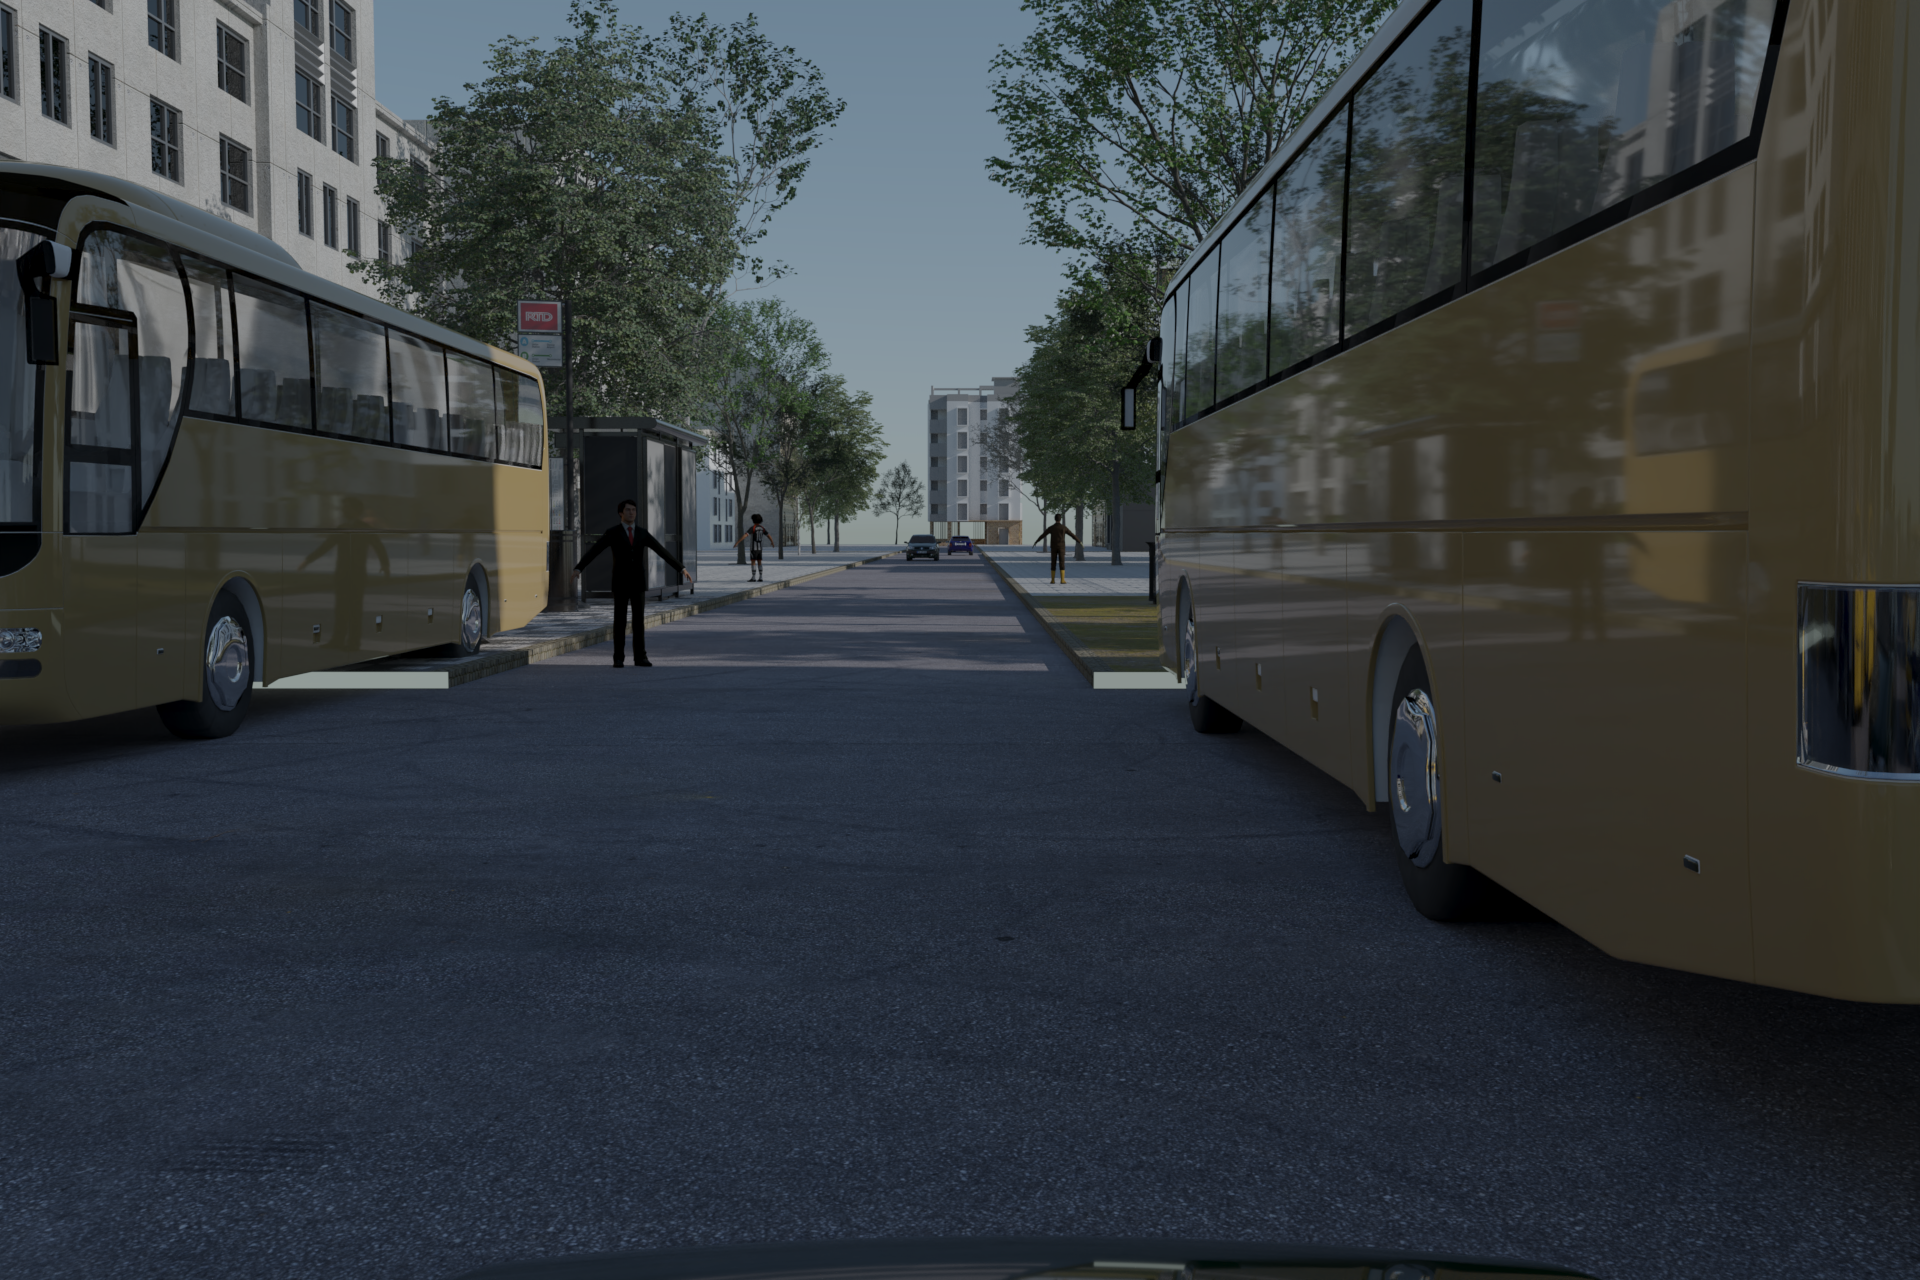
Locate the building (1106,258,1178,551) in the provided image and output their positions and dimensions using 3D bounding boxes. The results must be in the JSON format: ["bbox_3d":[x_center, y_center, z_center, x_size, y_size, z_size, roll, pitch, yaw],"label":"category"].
[{"bbox_3d":[25.949,-18.350,144.000,27.936,21.610,32.646,0,3,0],"label":"building"}]

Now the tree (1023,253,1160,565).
[{"bbox_3d":[6.255,-9.297,70.137,7.486,12.596,7.792,0,3,0],"label":"tree"}]

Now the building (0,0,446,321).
[{"bbox_3d":[-27.009,-11.053,47.172,16.747,18.905,31.486,0,4,0],"label":"building"}]

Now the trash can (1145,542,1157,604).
[{"bbox_3d":[3.759,-1.224,31.671,0.748,1.137,0.748,0,3,0],"label":"trash can"}]

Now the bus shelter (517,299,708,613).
[{"bbox_3d":[-6.473,-3.351,32.416,2.179,5.291,8.768,0,4,0],"label":"bus shelter"}]

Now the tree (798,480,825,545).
[{"bbox_3d":[-17.501,-15.688,206.863,4.360,8.622,3.978,0,3,0],"label":"tree"}]

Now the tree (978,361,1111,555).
[{"bbox_3d":[6.354,-11.848,104.085,12.009,13.543,11.850,0,3,0],"label":"tree"}]

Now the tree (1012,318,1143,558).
[{"bbox_3d":[6.433,-10.602,91.473,7.486,12.596,7.792,0,3,0],"label":"tree"}]

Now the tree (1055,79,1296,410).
[{"bbox_3d":[5.925,-6.252,36.630,8.767,10.594,7.601,1,4,16],"label":"tree"}]

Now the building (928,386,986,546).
[{"bbox_3d":[-3.573,-21.609,212.184,11.380,20.090,16.016,0,4,-5],"label":"building"}]

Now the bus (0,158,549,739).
[{"bbox_3d":[-6.327,-1.455,15.338,2.896,3.916,12.252,0,3,0],"label":"bus"}]

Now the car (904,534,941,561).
[{"bbox_3d":[-1.997,-5.116,93.430,2.009,1.686,4.222,0,4,1],"label":"car"}]

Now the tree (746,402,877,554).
[{"bbox_3d":[-9.577,-10.887,112.410,8.767,10.594,7.601,-1,4,-21],"label":"tree"}]

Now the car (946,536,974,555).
[{"bbox_3d":[0.014,-6.406,117.313,1.945,1.354,3.894,0,4,-1],"label":"car"}]

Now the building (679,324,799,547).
[{"bbox_3d":[-26.704,-21.203,177.600,19.493,23.208,18.063,0,4,0],"label":"building"}]

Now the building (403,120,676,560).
[{"bbox_3d":[-25.642,-13.673,90.011,16.747,18.905,31.486,0,3,0],"label":"building"}]

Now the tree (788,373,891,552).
[{"bbox_3d":[-8.772,-12.509,122.646,7.486,12.596,7.792,0,3,0],"label":"tree"}]

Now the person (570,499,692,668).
[{"bbox_3d":[-3.562,-0.614,18.682,1.347,1.806,0.705,-2,4,-28],"label":"person"}]

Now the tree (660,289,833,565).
[{"bbox_3d":[-9.119,-8.981,72.598,9.928,11.665,9.643,0,3,0],"label":"tree"}]

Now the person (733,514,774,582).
[{"bbox_3d":[-5.465,-2.458,46.324,1.345,1.843,0.704,-3,5,-44],"label":"person"}]

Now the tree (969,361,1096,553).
[{"bbox_3d":[5.712,-12.697,117.968,12.009,13.543,11.850,0,3,0],"label":"tree"}]

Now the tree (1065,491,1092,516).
[{"bbox_3d":[16.916,-18.436,211.803,12.009,13.543,11.850,0,3,0],"label":"tree"}]

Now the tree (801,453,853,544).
[{"bbox_3d":[-15.790,-18.056,213.348,7.486,12.596,7.792,0,3,0],"label":"tree"}]

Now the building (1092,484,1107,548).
[{"bbox_3d":[22.950,-20.762,170.394,19.493,23.208,18.063,0,4,0],"label":"building"}]

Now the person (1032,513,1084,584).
[{"bbox_3d":[2.516,-2.346,44.499,1.346,1.812,0.704,1,4,9],"label":"person"}]

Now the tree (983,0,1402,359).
[{"bbox_3d":[4.002,-6.149,26.294,9.928,11.665,9.643,0,3,0],"label":"tree"}]

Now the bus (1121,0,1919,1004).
[{"bbox_3d":[2.876,-1.081,9.228,2.896,3.916,12.252,0,4,0],"label":"bus"}]

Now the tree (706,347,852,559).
[{"bbox_3d":[-9.237,-9.332,86.996,8.767,10.594,7.601,2,4,27],"label":"tree"}]

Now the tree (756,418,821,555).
[{"bbox_3d":[-9.464,-9.384,103.783,4.360,8.622,3.978,0,3,0],"label":"tree"}]

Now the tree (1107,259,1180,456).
[{"bbox_3d":[5.909,-5.755,44.449,4.737,8.622,4.395,0,3,0],"label":"tree"}]

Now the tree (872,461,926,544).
[{"bbox_3d":[-7.571,-17.101,214.008,7.601,10.594,8.767,0,4,8],"label":"tree"}]

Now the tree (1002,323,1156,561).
[{"bbox_3d":[5.839,-10.019,81.941,7.486,12.596,7.792,0,3,0],"label":"tree"}]

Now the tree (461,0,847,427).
[{"bbox_3d":[-10.698,-12.540,60.912,12.611,20.169,13.585,0,3,0],"label":"tree"}]

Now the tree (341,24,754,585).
[{"bbox_3d":[-9.883,-8.338,42.975,9.857,13.997,8.962,0,3,0],"label":"tree"}]

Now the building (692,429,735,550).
[{"bbox_3d":[-24.300,-12.896,152.998,9.099,9.664,28.070,0,4,1],"label":"building"}]
